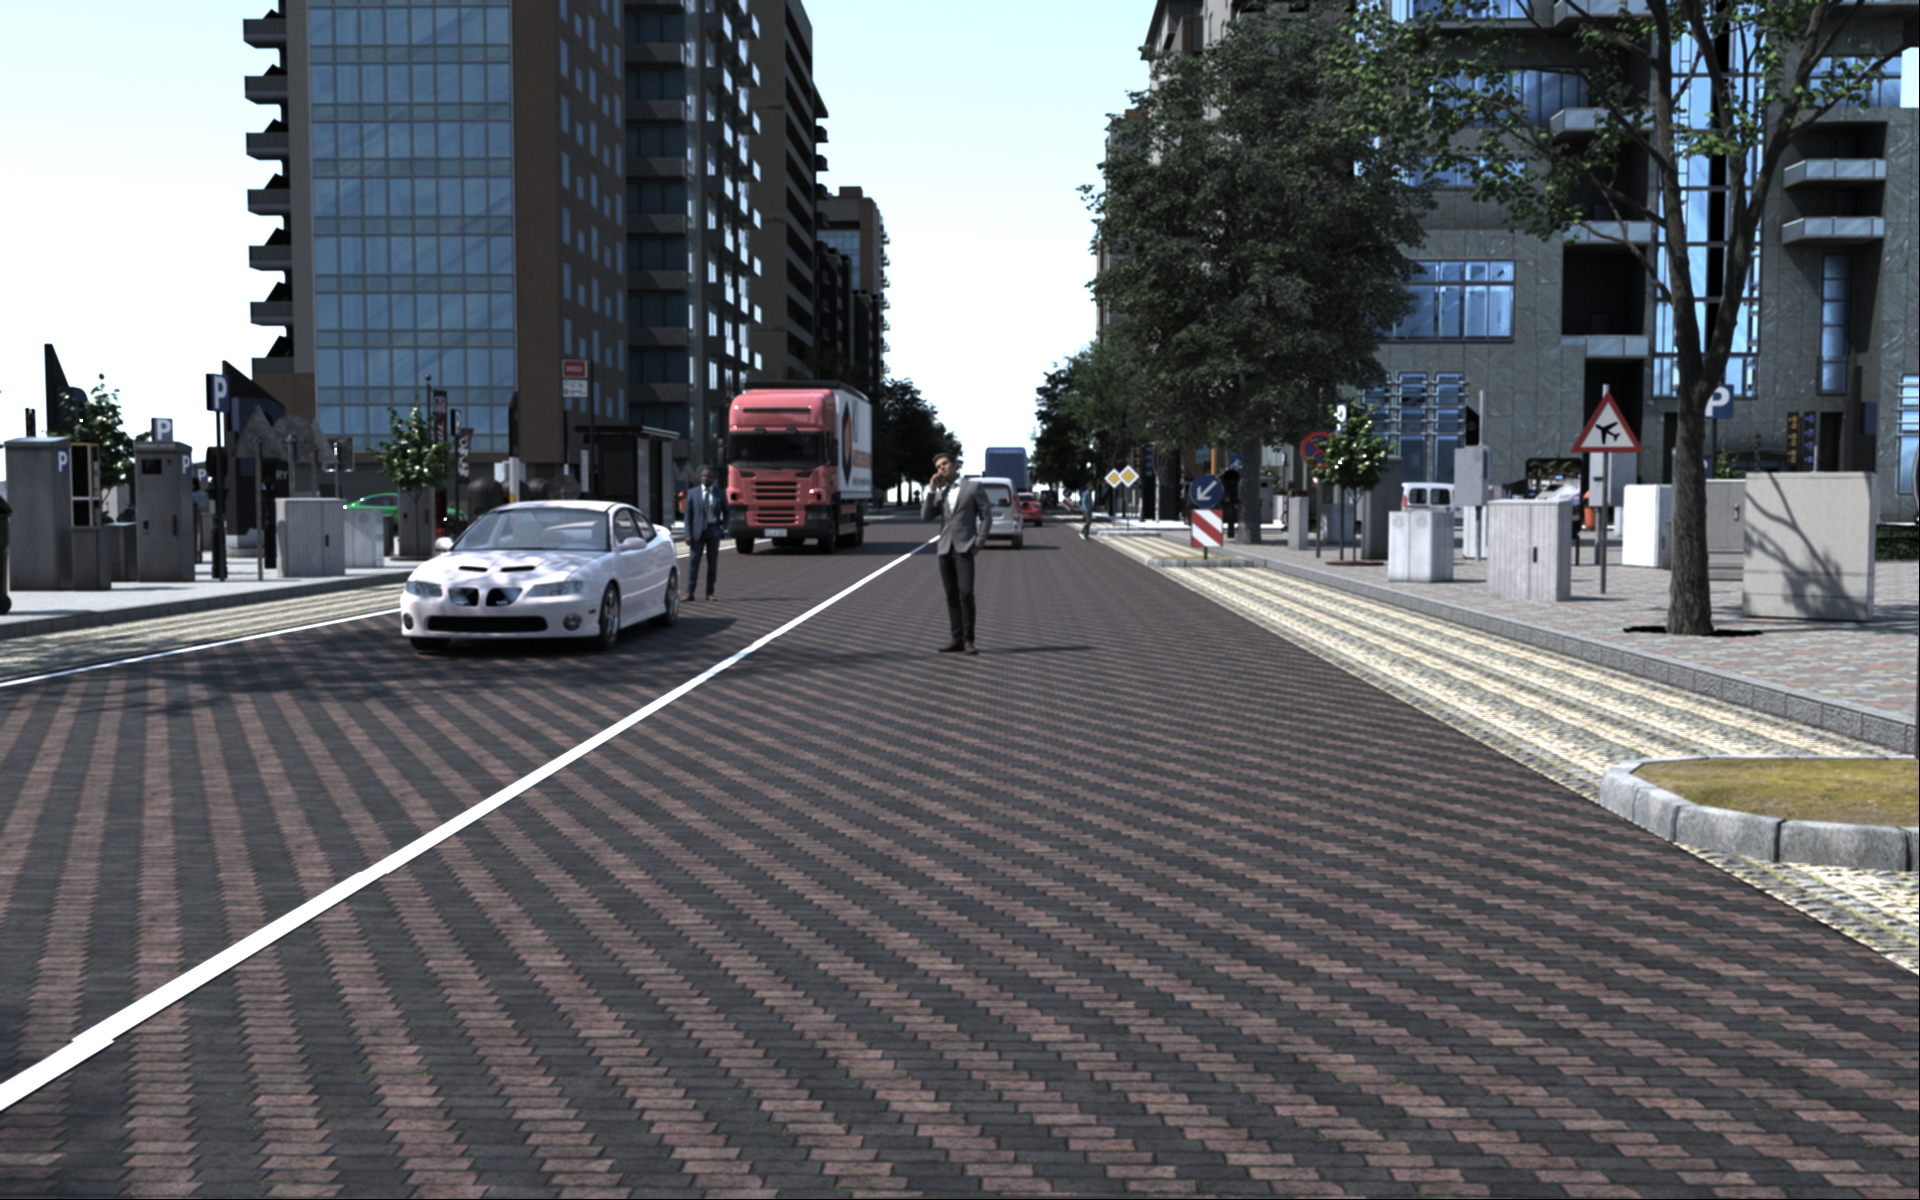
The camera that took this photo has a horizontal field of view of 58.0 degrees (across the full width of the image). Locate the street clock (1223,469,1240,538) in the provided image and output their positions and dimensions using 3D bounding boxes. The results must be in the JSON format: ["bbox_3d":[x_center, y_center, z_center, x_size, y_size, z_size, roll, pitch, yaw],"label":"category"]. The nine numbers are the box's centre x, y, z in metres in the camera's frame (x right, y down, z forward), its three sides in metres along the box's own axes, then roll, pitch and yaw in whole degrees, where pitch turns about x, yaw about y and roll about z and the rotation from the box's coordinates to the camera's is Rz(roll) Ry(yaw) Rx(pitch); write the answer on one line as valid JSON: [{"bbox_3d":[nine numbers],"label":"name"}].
[{"bbox_3d":[7.905,-2.806,50.447,0.471,2.002,0.358,1,4,19],"label":"street clock"}]

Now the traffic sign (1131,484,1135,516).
[{"bbox_3d":[9.905,-6.090,99.685,0.768,2.556,0.104,0,4,6],"label":"traffic sign"}]

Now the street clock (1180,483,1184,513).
[{"bbox_3d":[14.977,-6.938,118.007,0.358,2.002,0.471,-3,5,-42],"label":"street clock"}]

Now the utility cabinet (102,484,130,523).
[{"bbox_3d":[-19.248,-1.872,39.289,1.173,1.500,0.318,3,5,39],"label":"utility cabinet"}]

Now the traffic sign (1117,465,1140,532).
[{"bbox_3d":[5.725,-3.386,59.005,0.795,2.450,0.064,0,4,2],"label":"traffic sign"}]

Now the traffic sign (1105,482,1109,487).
[{"bbox_3d":[11.921,-8.416,137.608,0.884,2.594,0.081,1,4,10],"label":"traffic sign"}]

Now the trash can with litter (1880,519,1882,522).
[{"bbox_3d":[37.699,-3.689,71.697,1.055,1.170,0.624,3,4,36],"label":"trash can with litter"}]

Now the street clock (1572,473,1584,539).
[{"bbox_3d":[17.443,-2.727,49.150,0.471,2.002,0.358,2,4,24],"label":"street clock"}]

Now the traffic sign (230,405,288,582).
[{"bbox_3d":[-10.245,-1.547,25.294,0.884,2.594,0.081,0,4,7],"label":"traffic sign"}]

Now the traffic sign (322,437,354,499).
[{"bbox_3d":[-11.206,-1.778,31.195,0.606,2.300,0.079,0,4,8],"label":"traffic sign"}]

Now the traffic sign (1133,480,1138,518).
[{"bbox_3d":[9.463,-5.680,92.977,0.768,2.556,0.104,0,4,6],"label":"traffic sign"}]

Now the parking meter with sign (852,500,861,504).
[{"bbox_3d":[-7.939,-8.188,130.142,0.543,3.016,1.738,2,4,29],"label":"parking meter with sign"}]

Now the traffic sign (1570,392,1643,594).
[{"bbox_3d":[8.255,-1.355,22.160,0.884,2.594,0.081,1,4,9],"label":"traffic sign"}]

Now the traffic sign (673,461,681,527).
[{"bbox_3d":[-11.304,-4.184,68.409,0.884,2.594,0.081,0,4,5],"label":"traffic sign"}]

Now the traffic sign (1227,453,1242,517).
[{"bbox_3d":[8.634,-3.266,53.499,0.768,2.556,0.104,0,4,3],"label":"traffic sign"}]

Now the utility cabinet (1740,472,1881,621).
[{"bbox_3d":[8.670,-0.551,17.682,1.173,1.500,0.318,3,5,39],"label":"utility cabinet"}]

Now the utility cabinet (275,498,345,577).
[{"bbox_3d":[-10.153,-0.975,27.105,0.306,1.237,1.020,3,4,37],"label":"utility cabinet"}]

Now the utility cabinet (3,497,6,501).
[{"bbox_3d":[-19.572,-1.531,36.198,0.306,1.237,1.020,0,4,1],"label":"utility cabinet"}]

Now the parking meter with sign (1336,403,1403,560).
[{"bbox_3d":[8.206,-2.283,33.591,1.738,3.016,0.543,-1,4,-9],"label":"parking meter with sign"}]

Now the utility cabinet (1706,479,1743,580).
[{"bbox_3d":[11.367,-1.039,25.667,1.173,1.500,0.318,1,4,15],"label":"utility cabinet"}]

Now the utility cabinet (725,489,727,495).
[{"bbox_3d":[-9.872,-4.199,77.330,1.173,1.500,0.318,0,4,-1],"label":"utility cabinet"}]

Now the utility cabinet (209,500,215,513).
[{"bbox_3d":[-25.529,-2.923,58.960,0.306,1.237,1.020,-2,4,-32],"label":"utility cabinet"}]

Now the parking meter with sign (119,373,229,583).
[{"bbox_3d":[-11.599,-1.772,25.240,1.738,3.016,0.543,0,4,2],"label":"parking meter with sign"}]

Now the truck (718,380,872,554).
[{"bbox_3d":[-4.047,-3.436,45.092,2.839,4.237,11.283,0,4,3],"label":"truck"}]

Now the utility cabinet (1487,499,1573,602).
[{"bbox_3d":[6.909,-0.605,21.051,0.306,1.237,1.020,-3,4,-36],"label":"utility cabinet"}]

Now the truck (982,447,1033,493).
[{"bbox_3d":[2.243,-6.269,92.264,2.967,4.110,18.799,0,4,3],"label":"truck"}]

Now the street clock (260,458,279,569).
[{"bbox_3d":[-11.881,-1.542,29.782,0.358,2.002,0.471,-2,4,-25],"label":"street clock"}]

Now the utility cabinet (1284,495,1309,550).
[{"bbox_3d":[7.787,-1.758,39.902,0.306,1.237,1.020,1,4,22],"label":"utility cabinet"}]

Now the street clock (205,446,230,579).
[{"bbox_3d":[-11.260,-1.328,26.281,0.358,2.002,0.471,-2,4,-35],"label":"street clock"}]

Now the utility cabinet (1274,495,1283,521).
[{"bbox_3d":[15.714,-4.408,83.235,0.306,1.237,1.020,-3,4,-36],"label":"utility cabinet"}]

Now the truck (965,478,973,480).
[{"bbox_3d":[1.258,-12.924,207.225,3.469,3.379,9.791,0,4,1],"label":"truck"}]

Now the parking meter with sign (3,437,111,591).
[{"bbox_3d":[-12.204,-1.631,22.925,1.738,3.016,0.543,0,4,0],"label":"parking meter with sign"}]

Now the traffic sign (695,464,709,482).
[{"bbox_3d":[-11.010,-4.538,74.304,0.768,2.556,0.104,0,4,8],"label":"traffic sign"}]

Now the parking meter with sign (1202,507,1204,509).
[{"bbox_3d":[15.803,-6.759,106.776,1.738,3.016,0.543,1,4,14],"label":"parking meter with sign"}]

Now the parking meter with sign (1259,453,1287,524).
[{"bbox_3d":[12.999,-4.748,73.884,1.738,3.016,0.543,0,4,0],"label":"parking meter with sign"}]

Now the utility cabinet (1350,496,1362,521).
[{"bbox_3d":[16.351,-3.612,70.215,1.020,1.237,0.306,0,4,-1],"label":"utility cabinet"}]

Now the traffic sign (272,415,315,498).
[{"bbox_3d":[-10.769,-1.702,27.936,0.768,2.556,0.104,0,4,5],"label":"traffic sign"}]

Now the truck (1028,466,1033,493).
[{"bbox_3d":[6.145,-11.688,180.008,2.839,4.237,11.283,0,4,0],"label":"truck"}]

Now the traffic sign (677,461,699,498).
[{"bbox_3d":[-10.712,-4.167,68.127,0.884,2.594,0.081,0,4,7],"label":"traffic sign"}]

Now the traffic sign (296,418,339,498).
[{"bbox_3d":[-10.985,-1.802,29.471,0.884,2.594,0.081,1,4,10],"label":"traffic sign"}]

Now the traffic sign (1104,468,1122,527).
[{"bbox_3d":[5.958,-3.874,66.987,0.795,2.450,0.064,0,4,2],"label":"traffic sign"}]

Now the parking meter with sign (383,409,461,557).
[{"bbox_3d":[-11.174,-2.405,35.575,1.738,3.016,0.543,0,4,-4],"label":"parking meter with sign"}]

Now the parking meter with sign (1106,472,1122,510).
[{"bbox_3d":[11.997,-8.462,134.610,0.543,3.016,1.738,-2,4,-34],"label":"parking meter with sign"}]

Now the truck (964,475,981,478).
[{"bbox_3d":[1.794,-16.043,251.215,2.839,4.237,11.283,0,4,1],"label":"truck"}]

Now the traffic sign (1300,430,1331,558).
[{"bbox_3d":[7.182,-2.112,34.641,0.768,2.556,0.104,1,4,11],"label":"traffic sign"}]

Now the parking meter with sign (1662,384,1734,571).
[{"bbox_3d":[12.035,-1.968,28.440,0.543,3.016,1.738,0,4,2],"label":"parking meter with sign"}]
